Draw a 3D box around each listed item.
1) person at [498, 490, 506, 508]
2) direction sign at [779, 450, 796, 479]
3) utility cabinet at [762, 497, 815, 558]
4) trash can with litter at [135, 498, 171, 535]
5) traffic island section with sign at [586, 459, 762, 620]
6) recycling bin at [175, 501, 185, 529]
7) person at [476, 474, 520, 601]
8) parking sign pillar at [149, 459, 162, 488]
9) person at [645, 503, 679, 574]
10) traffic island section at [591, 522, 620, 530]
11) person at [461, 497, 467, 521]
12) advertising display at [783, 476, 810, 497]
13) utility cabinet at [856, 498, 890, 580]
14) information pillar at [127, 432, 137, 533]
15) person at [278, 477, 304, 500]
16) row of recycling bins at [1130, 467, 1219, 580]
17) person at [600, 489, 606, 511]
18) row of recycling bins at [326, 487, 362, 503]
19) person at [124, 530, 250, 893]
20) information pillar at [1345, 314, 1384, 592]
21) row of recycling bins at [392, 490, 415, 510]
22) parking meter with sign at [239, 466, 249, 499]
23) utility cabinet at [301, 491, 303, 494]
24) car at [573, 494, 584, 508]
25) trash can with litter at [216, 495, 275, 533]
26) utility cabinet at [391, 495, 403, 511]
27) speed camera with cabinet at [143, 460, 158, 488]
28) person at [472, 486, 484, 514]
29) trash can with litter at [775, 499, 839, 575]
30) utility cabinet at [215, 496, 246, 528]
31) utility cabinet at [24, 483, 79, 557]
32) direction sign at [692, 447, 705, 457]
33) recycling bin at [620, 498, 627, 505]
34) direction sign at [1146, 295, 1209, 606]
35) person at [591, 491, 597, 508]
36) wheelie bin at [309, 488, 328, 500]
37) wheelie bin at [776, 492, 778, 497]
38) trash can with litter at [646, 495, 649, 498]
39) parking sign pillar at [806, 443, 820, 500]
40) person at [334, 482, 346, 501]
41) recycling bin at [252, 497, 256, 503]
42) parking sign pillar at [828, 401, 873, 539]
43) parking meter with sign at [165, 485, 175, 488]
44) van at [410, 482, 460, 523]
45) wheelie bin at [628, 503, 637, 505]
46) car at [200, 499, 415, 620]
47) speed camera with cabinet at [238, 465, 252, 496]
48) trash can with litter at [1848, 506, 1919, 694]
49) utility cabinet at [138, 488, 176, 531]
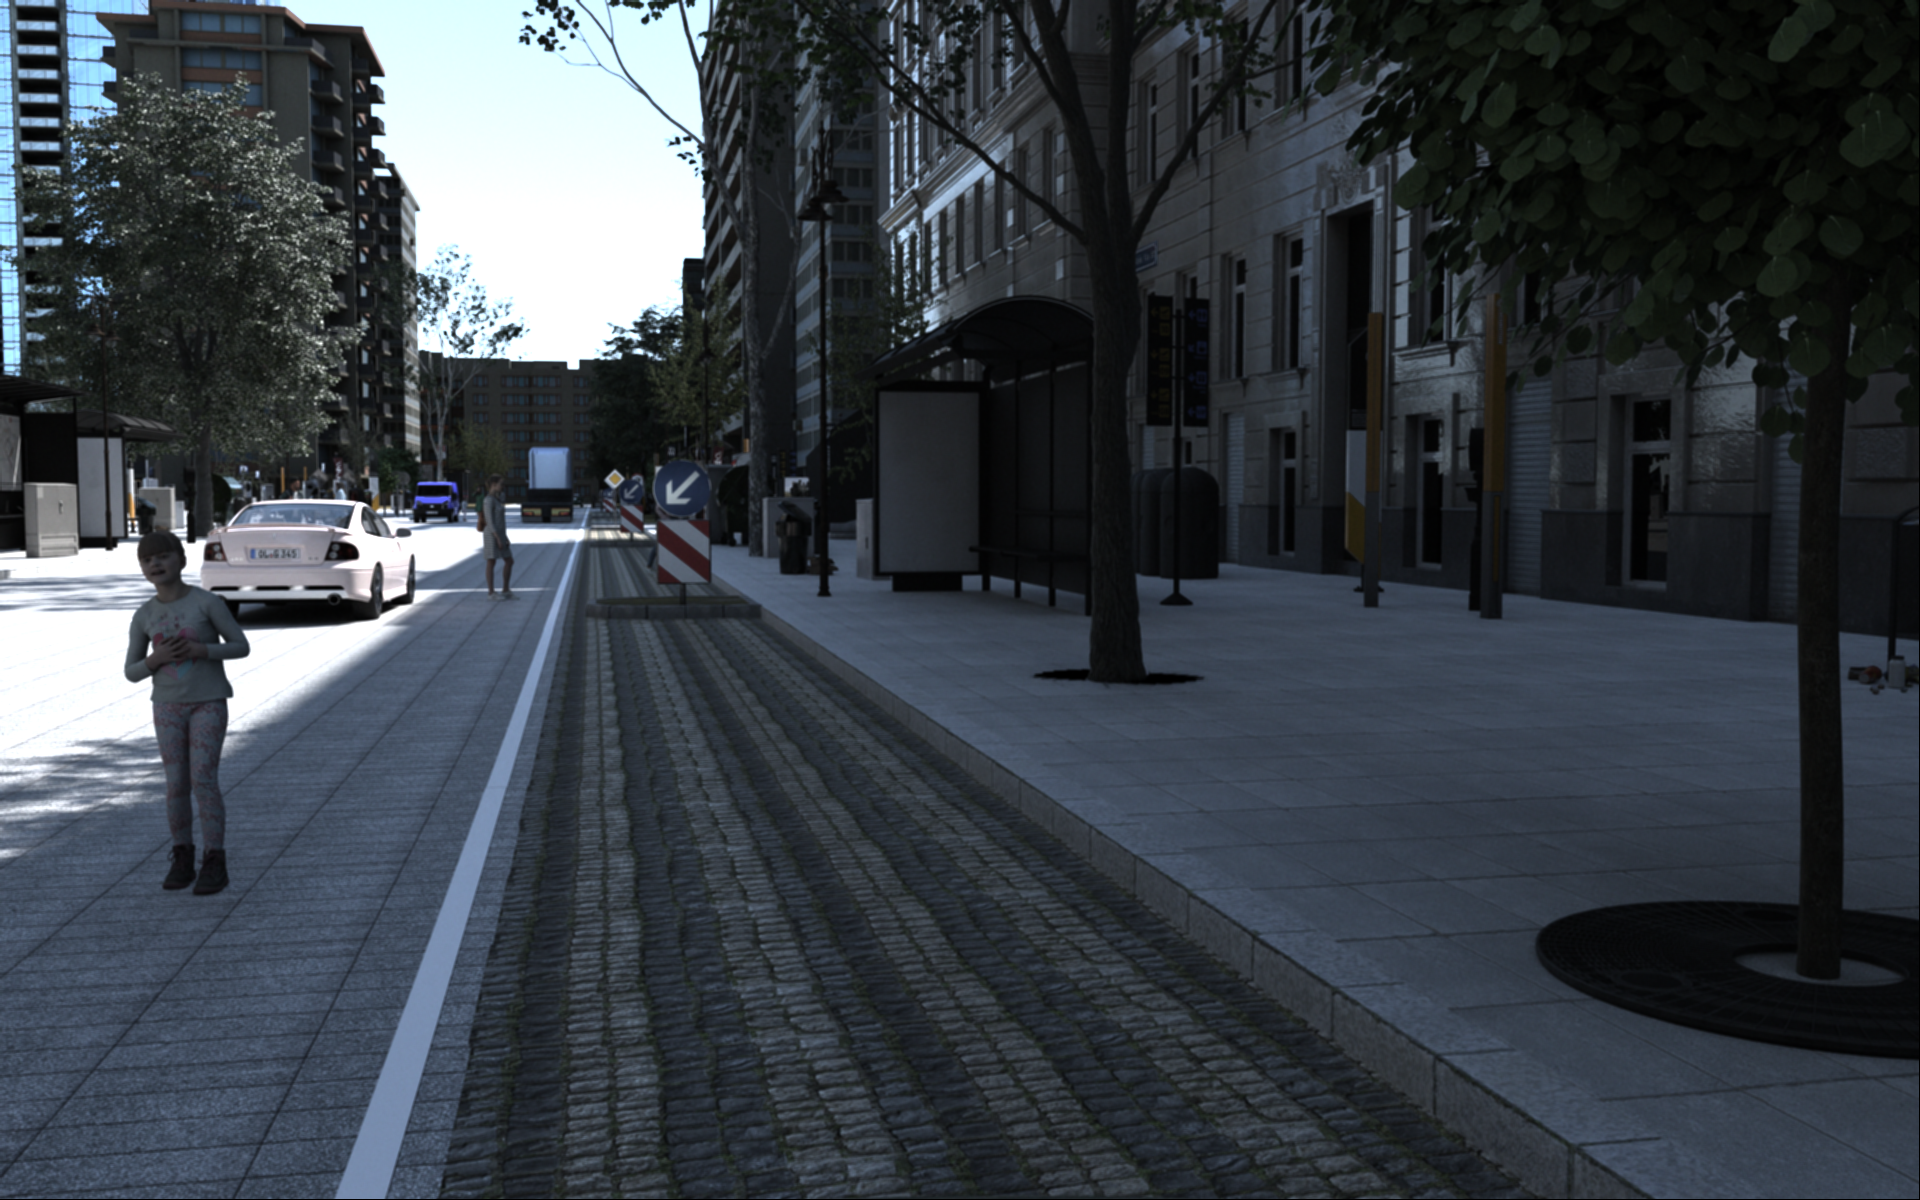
[{"bbox_3d":[-37.318,-8.093,141.019,0.583,1.804,0.606,1,4,16],"label":"person"},{"bbox_3d":[-8.788,-5.894,88.357,0.876,3.537,0.379,-1,4,-18],"label":"direction sign"},{"bbox_3d":[-3.464,-1.458,34.994,1.020,1.237,0.306,-2,4,-29],"label":"utility cabinet"},{"bbox_3d":[-25.070,-2.597,53.852,1.055,1.170,0.624,0,4,6],"label":"trash can with litter"},{"bbox_3d":[-3.447,-0.734,20.631,1.989,1.847,2.006,-1,4,-12],"label":"traffic island section with sign"},{"bbox_3d":[-28.971,-3.118,63.526,0.722,1.027,0.722,2,4,33],"label":"recycling bin"},{"bbox_3d":[-6.252,-0.845,23.322,0.522,1.701,0.512,0,4,-1],"label":"person"},{"bbox_3d":[-57.721,-8.304,124.236,1.447,3.967,1.447,0,4,-6],"label":"parking sign pillar"},{"bbox_3d":[-5.257,-1.324,30.734,0.643,1.750,0.593,1,4,22],"label":"person"},{"bbox_3d":[-15.383,-3.347,76.997,2.009,0.180,2.903,-1,4,-12],"label":"traffic island section"},{"bbox_3d":[-26.276,-4.840,91.912,0.425,1.301,0.394,1,4,21],"label":"person"},{"bbox_3d":[-5.892,-3.501,62.453,0.974,1.923,0.123,-1,4,-17],"label":"advertising display"},{"bbox_3d":[-1.322,-0.920,26.199,0.306,1.237,1.020,-1,4,-17],"label":"utility cabinet"},{"bbox_3d":[-27.114,-3.993,56.638,0.183,3.616,0.504,-1,4,-14],"label":"information pillar"},{"bbox_3d":[-15.141,-1.896,39.491,0.794,1.824,0.713,-3,4,-38],"label":"person"},{"bbox_3d":[3.293,-1.258,27.677,1.069,1.692,3.534,0,4,-7],"label":"row of recycling bins"},{"bbox_3d":[-27.789,-7.718,134.869,0.537,1.800,0.526,-3,5,-44],"label":"person"},{"bbox_3d":[-38.436,-6.178,108.130,3.534,1.692,1.069,3,5,42],"label":"row of recycling bins"},{"bbox_3d":[-2.808,0.396,6.303,0.425,1.301,0.394,-1,4,-22],"label":"person"},{"bbox_3d":[5.285,-1.911,22.597,0.504,3.616,0.183,-1,4,-14],"label":"information pillar"},{"bbox_3d":[-45.711,-8.377,144.081,1.069,1.692,3.534,2,4,33],"label":"row of recycling bins"},{"bbox_3d":[-43.717,-6.672,105.340,0.543,3.016,1.738,-1,4,-10],"label":"parking meter with sign"},{"bbox_3d":[-42.663,-6.294,111.582,1.173,1.500,0.318,2,4,28],"label":"utility cabinet"},{"bbox_3d":[-41.335,-10.632,185.624,2.131,1.459,4.920,-1,4,-11],"label":"car"},{"bbox_3d":[-23.433,-2.719,55.511,1.678,1.210,2.233,1,4,22],"label":"trash can with litter"},{"bbox_3d":[-44.061,-7.608,135.555,0.306,1.237,1.020,2,4,30],"label":"utility cabinet"},{"bbox_3d":[-46.144,-6.438,99.595,2.038,3.252,0.660,2,4,33],"label":"speed camera with cabinet"},{"bbox_3d":[-22.741,-4.484,82.055,0.600,1.795,0.529,1,4,12],"label":"person"},{"bbox_3d":[-2.433,-0.998,27.702,1.055,1.170,0.624,2,4,26],"label":"trash can with litter"},{"bbox_3d":[-26.697,-3.195,63.400,1.020,1.237,0.306,-3,4,-37],"label":"utility cabinet"},{"bbox_3d":[-18.394,-1.615,35.092,0.318,1.500,1.173,1,4,10],"label":"utility cabinet"},{"bbox_3d":[-12.759,-5.638,84.171,0.876,3.537,0.379,2,4,27],"label":"direction sign"},{"bbox_3d":[-28.089,-8.116,145.251,0.722,1.027,0.722,0,4,-5],"label":"recycling bin"},{"bbox_3d":[2.512,-1.713,20.000,0.876,3.537,0.379,-2,4,-31],"label":"direction sign"},{"bbox_3d":[-36.380,-9.974,172.123,0.434,1.755,0.990,-3,5,-40],"label":"person"},{"bbox_3d":[-31.618,-4.744,85.466,0.693,1.594,0.980,1,4,20],"label":"wheelie bin"},{"bbox_3d":[-12.210,-6.404,112.619,0.980,1.594,0.693,-2,4,-30],"label":"wheelie bin"},{"bbox_3d":[-24.079,-7.345,131.153,2.233,1.210,1.678,-3,5,-44],"label":"trash can with litter"},{"bbox_3d":[-6.952,-5.891,84.782,1.447,3.967,1.447,3,5,42],"label":"parking sign pillar"},{"bbox_3d":[-18.544,-2.639,51.904,0.793,1.790,0.793,3,5,43],"label":"person"},{"bbox_3d":[-53.650,-7.235,130.847,0.722,1.027,0.722,0,4,4],"label":"recycling bin"},{"bbox_3d":[-3.056,-3.733,49.502,1.447,3.967,1.447,0,4,7],"label":"parking sign pillar"},{"bbox_3d":[-63.481,-8.741,139.179,1.738,3.016,0.543,-1,4,-10],"label":"parking meter with sign"},{"bbox_3d":[-26.493,-5.093,87.650,2.240,2.365,5.245,-1,4,-12],"label":"van"},{"bbox_3d":[-23.308,-7.063,123.392,0.693,1.594,0.980,2,4,32],"label":"wheelie bin"},{"bbox_3d":[-7.802,-0.529,21.008,2.083,1.381,4.827,-1,4,-10],"label":"car"},{"bbox_3d":[-48.134,-7.392,115.193,0.660,3.252,2.038,2,4,28],"label":"speed camera with cabinet"},{"bbox_3d":[6.966,-0.035,11.623,2.233,1.210,1.678,0,4,1],"label":"trash can with litter"},{"bbox_3d":[-27.840,-3.141,60.027,1.173,1.500,0.318,0,4,5],"label":"utility cabinet"}]
